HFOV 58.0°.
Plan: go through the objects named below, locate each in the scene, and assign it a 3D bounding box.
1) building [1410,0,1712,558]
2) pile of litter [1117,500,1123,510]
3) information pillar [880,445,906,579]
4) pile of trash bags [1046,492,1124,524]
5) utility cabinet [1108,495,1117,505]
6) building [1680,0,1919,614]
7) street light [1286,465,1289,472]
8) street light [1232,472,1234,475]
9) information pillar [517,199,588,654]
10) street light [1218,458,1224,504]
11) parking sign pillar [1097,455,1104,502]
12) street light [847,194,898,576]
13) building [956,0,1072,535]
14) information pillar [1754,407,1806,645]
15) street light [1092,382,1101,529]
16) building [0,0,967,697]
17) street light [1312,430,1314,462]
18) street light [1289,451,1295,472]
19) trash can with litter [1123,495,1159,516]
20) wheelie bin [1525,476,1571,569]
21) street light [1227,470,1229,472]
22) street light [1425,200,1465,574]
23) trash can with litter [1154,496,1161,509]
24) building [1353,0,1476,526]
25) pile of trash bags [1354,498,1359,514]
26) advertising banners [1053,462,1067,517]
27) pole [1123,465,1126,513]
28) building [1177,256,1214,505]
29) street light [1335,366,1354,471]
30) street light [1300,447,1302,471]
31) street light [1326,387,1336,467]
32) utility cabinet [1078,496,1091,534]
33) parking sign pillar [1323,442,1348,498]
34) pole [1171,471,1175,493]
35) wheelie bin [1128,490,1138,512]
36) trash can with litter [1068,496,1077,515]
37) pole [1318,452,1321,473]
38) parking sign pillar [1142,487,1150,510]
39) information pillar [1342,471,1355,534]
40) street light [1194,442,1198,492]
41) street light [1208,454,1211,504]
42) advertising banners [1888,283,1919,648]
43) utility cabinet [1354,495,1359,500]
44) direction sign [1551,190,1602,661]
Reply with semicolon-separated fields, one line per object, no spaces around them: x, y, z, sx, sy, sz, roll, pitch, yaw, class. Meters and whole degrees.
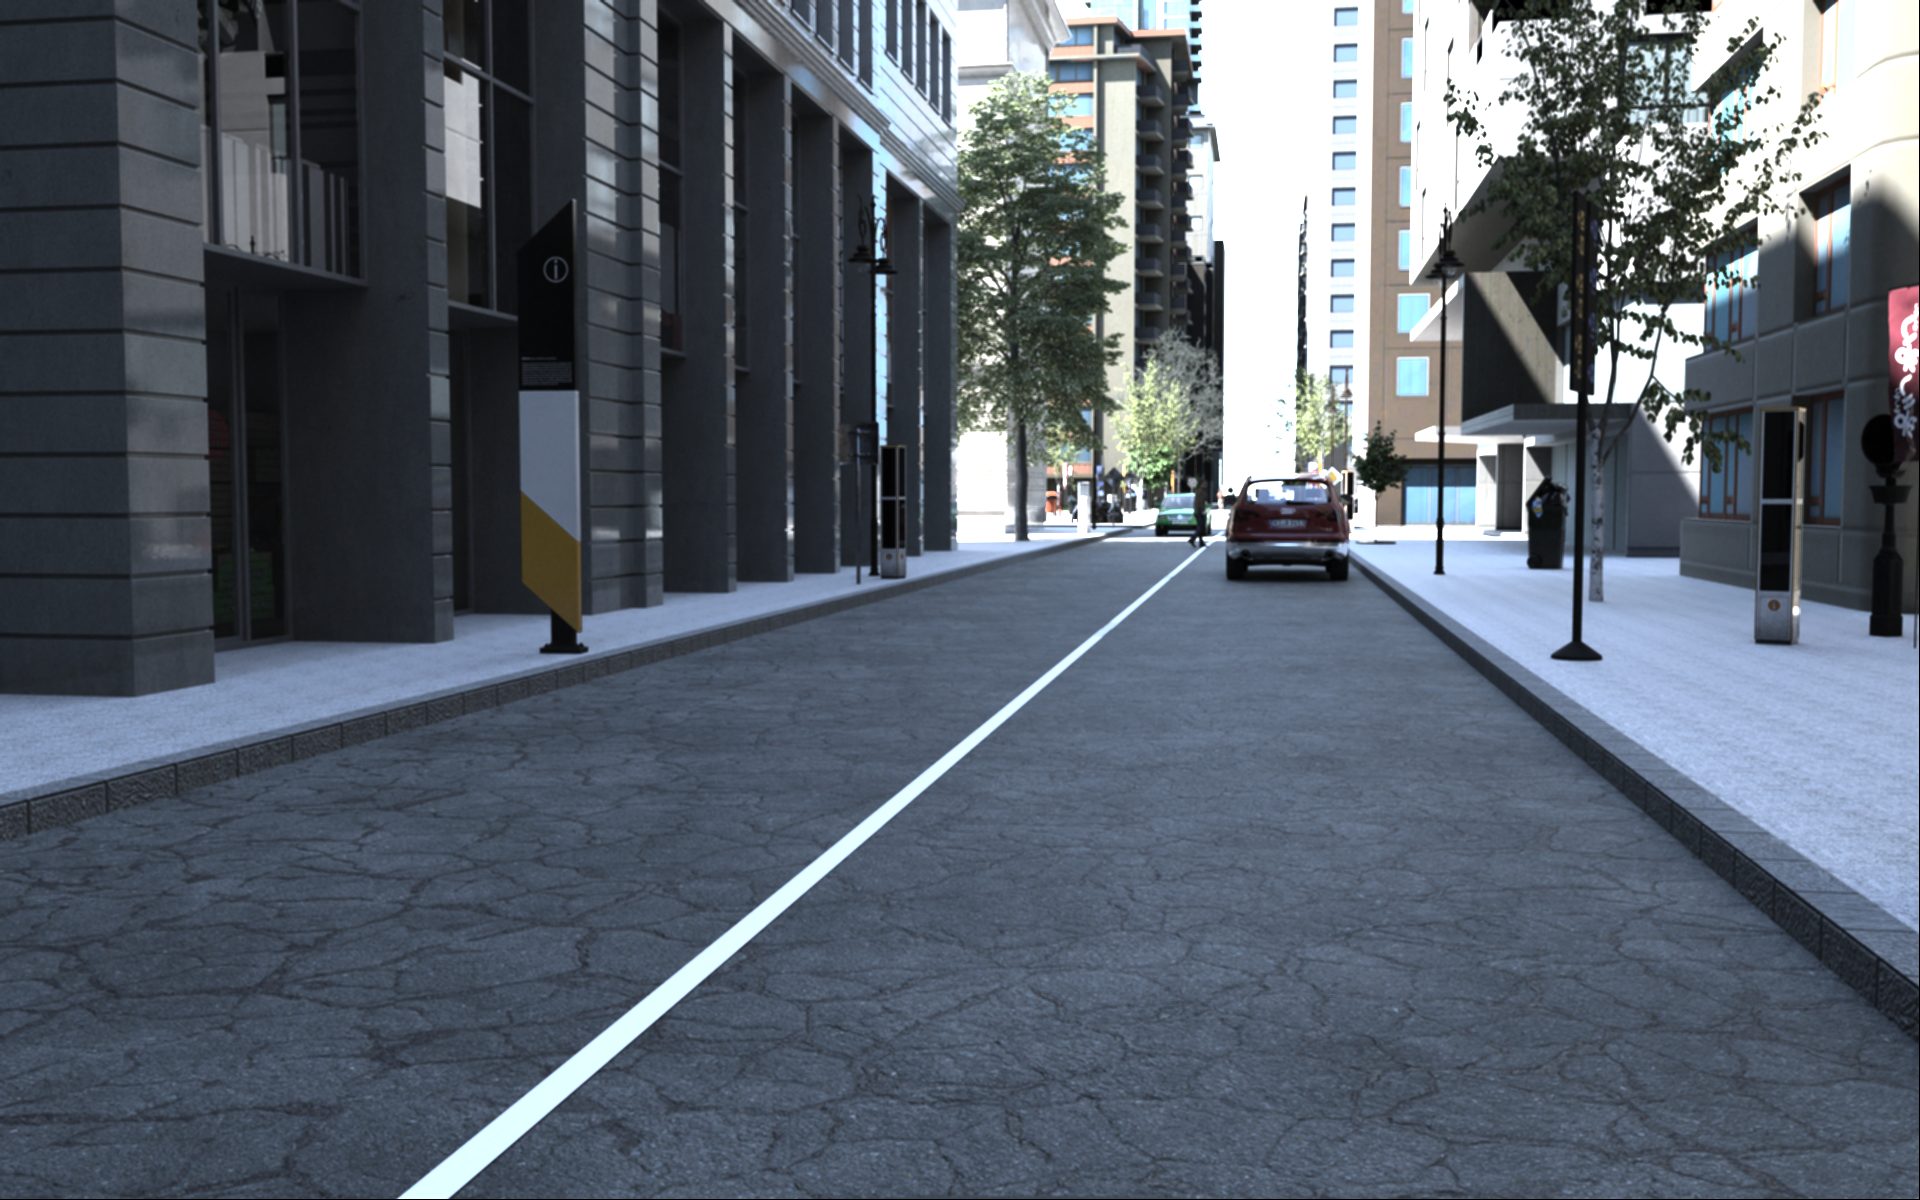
26.830;-27.879;45.064;28.713;52.752;27.495;1;4;10;building
13.276;-7.862;142.502;1.719;0.858;1.176;-2;4;-29;pile of litter
-1.014;-1.332;26.273;0.304;2.012;0.304;1;4;23;information pillar
5.326;-4.004;75.221;3.447;1.369;1.912;-1;4;-10;pile of trash bags
11.979;-7.643;136.130;0.306;1.237;1.020;2;4;34;utility cabinet
22.454;-10.095;10.099;27.650;21.520;28.899;1;4;10;building
42.002;-15.128;220.134;0.468;5.910;1.993;1;4;10;street light
47.488;-20.089;301.238;0.468;5.910;1.993;1;4;10;street light
-3.284;-1.380;13.911;0.504;3.616;0.183;0;4;8;information pillar
34.830;-15.752;230.338;0.468;5.910;1.993;1;4;10;street light
9.669;-7.980;118.937;1.447;3.967;1.447;0;4;2;parking sign pillar
-1.345;-3.318;27.031;0.468;5.910;1.993;1;4;10;street light
-7.321;-13.710;60.319;21.152;22.565;11.583;1;4;10;building
7.016;-0.632;14.817;0.304;2.012;0.304;3;4;36;information pillar
4.906;-5.527;63.159;0.468;5.910;1.993;1;4;10;street light
-7.929;-15.165;25.435;11.434;29.767;29.804;1;4;10;building
22.330;-8.373;109.679;0.468;5.910;1.993;1;4;10;street light
35.630;-12.961;184.706;0.468;5.910;1.993;1;4;10;street light
10.439;-5.677;103.883;2.233;1.210;1.678;-3;4;-37;trash can with litter
10.135;-1.343;29.860;0.693;1.594;0.980;2;4;24;wheelie bin
41.184;-17.944;266.176;0.468;5.910;1.993;1;4;10;street light
7.678;-3.350;27.564;0.468;5.910;1.993;1;4;10;street light
16.696;-8.135;144.394;1.055;1.170;0.624;0;4;6;trash can with litter
24.558;-25.922;73.940;14.200;45.320;14.600;1;4;10;building
25.367;-6.244;111.838;1.912;1.369;3.447;-1;4;-20;pile of trash bags
5.592;-6.158;96.864;0.090;3.025;2.074;-1;4;-18;advertising banners
11.406;-7.713;119.956;0.158;3.312;0.155;0;3;0;pole
23.206;-26.723;208.627;14.160;30.474;14.107;1;4;10;building
13.993;-5.507;62.823;0.468;5.910;1.993;1;4;10;street light
29.411;-10.816;149.628;0.468;5.910;1.993;1;4;10;street light
16.000;-6.221;74.499;0.468;5.910;1.993;1;4;10;street light
4.024;-2.736;55.896;0.306;1.237;1.020;1;4;12;utility cabinet
19.413;-6.201;89.860;1.447;3.967;1.447;3;4;37;parking sign pillar
16.393;-8.544;133.541;0.158;3.312;0.155;0;3;0;pole
12.243;-7.085;123.751;0.693;1.594;0.980;-2;4;-34;wheelie bin
7.086;-5.824;106.609;0.624;1.170;1.055;-2;4;-33;trash can with litter
17.379;-5.490;83.605;0.158;3.312;0.155;0;3;0;pole
14.180;-9.016;135.878;1.447;3.967;1.447;3;5;42;parking sign pillar
12.431;-3.120;55.502;0.304;2.012;0.304;-1;4;-15;information pillar
20.216;-10.755;148.631;0.468;5.910;1.993;1;4;10;street light
26.512;-12.919;184.016;0.468;5.910;1.993;1;4;10;street light
7.994;-1.078;13.814;0.090;3.025;2.074;0;4;-4;advertising banners
28.270;-6.901;123.995;0.306;1.237;1.020;-1;4;-16;utility cabinet
4.805;-1.309;13.392;0.379;3.537;0.876;2;4;30;direction sign
